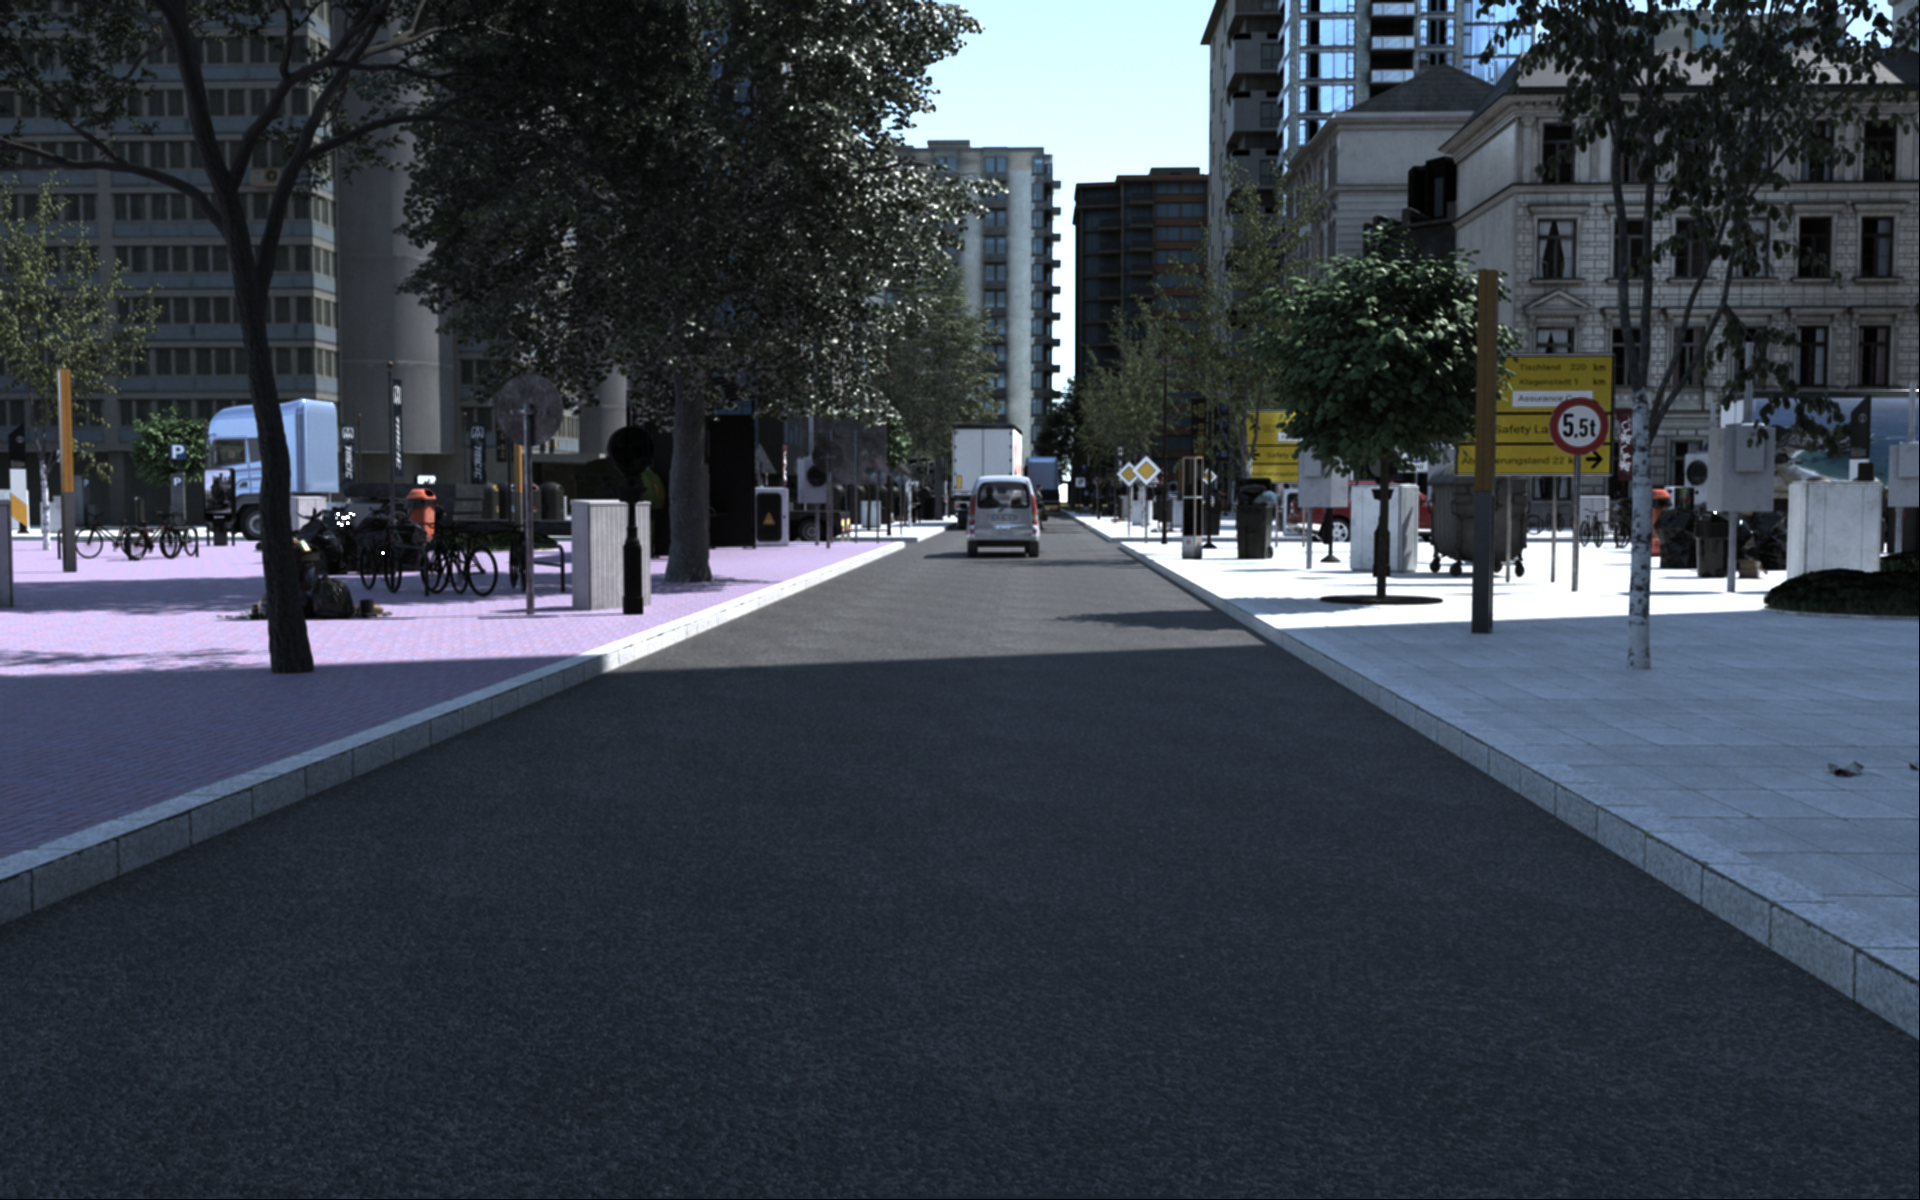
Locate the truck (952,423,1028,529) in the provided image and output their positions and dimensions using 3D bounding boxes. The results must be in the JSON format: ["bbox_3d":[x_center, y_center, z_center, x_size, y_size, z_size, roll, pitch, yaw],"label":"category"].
[{"bbox_3d":[1.328,-5.217,74.219,2.839,4.237,11.283,0,4,4],"label":"truck"}]

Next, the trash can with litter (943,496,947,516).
[{"bbox_3d":[-1.302,-5.301,98.066,1.055,1.170,0.624,-1,4,-10],"label":"trash can with litter"}]

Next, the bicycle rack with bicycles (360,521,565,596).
[{"bbox_3d":[-6.453,-0.575,22.787,2.852,0.926,2.925,-2,4,-30],"label":"bicycle rack with bicycles"}]

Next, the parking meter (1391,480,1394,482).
[{"bbox_3d":[15.135,-3.395,61.220,0.399,1.863,0.255,2,4,34],"label":"parking meter"}]

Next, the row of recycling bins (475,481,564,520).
[{"bbox_3d":[-14.709,-3.086,57.573,1.069,1.692,3.534,3,4,37],"label":"row of recycling bins"}]

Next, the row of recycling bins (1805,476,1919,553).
[{"bbox_3d":[20.206,-1.880,37.846,3.534,1.692,1.069,3,5,43],"label":"row of recycling bins"}]

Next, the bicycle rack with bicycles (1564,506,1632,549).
[{"bbox_3d":[16.272,-1.710,41.335,2.852,0.926,2.925,0,4,8],"label":"bicycle rack with bicycles"}]

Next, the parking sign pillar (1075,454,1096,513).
[{"bbox_3d":[8.419,-7.761,115.368,1.447,3.967,1.447,0,4,4],"label":"parking sign pillar"}]

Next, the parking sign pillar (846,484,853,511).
[{"bbox_3d":[-6.935,-7.595,112.656,1.447,3.967,1.447,-2,4,-27],"label":"parking sign pillar"}]

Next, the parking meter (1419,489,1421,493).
[{"bbox_3d":[19.738,-4.064,74.857,0.372,1.533,0.369,0,3,0],"label":"parking meter"}]

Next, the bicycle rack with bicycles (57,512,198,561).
[{"bbox_3d":[-16.459,-1.308,34.768,2.852,0.926,2.925,1,4,20],"label":"bicycle rack with bicycles"}]

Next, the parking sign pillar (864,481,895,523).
[{"bbox_3d":[-3.591,-5.346,75.873,1.447,3.967,1.447,1,4,14],"label":"parking sign pillar"}]

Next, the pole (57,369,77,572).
[{"bbox_3d":[-14.653,-2.114,28.414,0.158,3.312,0.155,0,3,0],"label":"pole"}]

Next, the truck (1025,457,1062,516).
[{"bbox_3d":[5.599,-7.903,118.979,2.967,4.110,18.799,0,4,3],"label":"truck"}]

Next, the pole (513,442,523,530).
[{"bbox_3d":[-10.524,-2.900,41.255,0.158,3.312,0.155,0,3,0],"label":"pole"}]

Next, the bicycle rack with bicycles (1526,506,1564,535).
[{"bbox_3d":[17.396,-2.578,55.527,2.852,0.926,2.925,-3,5,-43],"label":"bicycle rack with bicycles"}]

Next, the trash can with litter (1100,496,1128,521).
[{"bbox_3d":[7.752,-4.357,82.294,1.678,1.210,2.233,1,4,12],"label":"trash can with litter"}]

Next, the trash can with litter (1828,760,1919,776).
[{"bbox_3d":[4.973,0.226,7.355,2.233,1.210,1.678,3,5,43],"label":"trash can with litter"}]

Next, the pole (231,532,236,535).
[{"bbox_3d":[-22.883,-3.707,54.456,0.158,3.312,0.155,0,3,0],"label":"pole"}]

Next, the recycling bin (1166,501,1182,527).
[{"bbox_3d":[8.296,-3.327,66.955,0.722,1.027,0.722,0,4,-7],"label":"recycling bin"}]

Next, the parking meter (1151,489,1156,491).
[{"bbox_3d":[12.901,-6.706,115.360,0.399,1.863,0.255,0,4,-5],"label":"parking meter"}]

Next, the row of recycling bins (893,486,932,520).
[{"bbox_3d":[-3.075,-4.943,87.923,3.534,1.692,1.069,1,4,19],"label":"row of recycling bins"}]

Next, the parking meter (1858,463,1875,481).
[{"bbox_3d":[17.005,-1.641,32.537,0.255,1.863,0.399,2,4,33],"label":"parking meter"}]

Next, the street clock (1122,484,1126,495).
[{"bbox_3d":[10.516,-6.417,109.481,0.471,2.002,0.358,-1,4,-20],"label":"street clock"}]

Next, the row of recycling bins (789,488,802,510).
[{"bbox_3d":[-11.167,-6.970,121.075,3.534,1.692,1.069,0,4,8],"label":"row of recycling bins"}]

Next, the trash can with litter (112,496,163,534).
[{"bbox_3d":[-26.922,-2.778,56.483,1.678,1.210,2.233,-1,4,-16],"label":"trash can with litter"}]

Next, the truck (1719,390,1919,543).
[{"bbox_3d":[27.022,-3.590,47.608,11.283,4.237,2.839,0,4,4],"label":"truck"}]

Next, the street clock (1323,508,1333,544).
[{"bbox_3d":[9.443,-2.435,44.380,0.471,2.002,0.358,2,4,31],"label":"street clock"}]

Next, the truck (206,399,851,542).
[{"bbox_3d":[-12.594,-3.652,49.462,18.799,4.110,2.967,0,4,3],"label":"truck"}]

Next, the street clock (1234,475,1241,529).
[{"bbox_3d":[10.336,-3.649,64.233,0.358,2.002,0.471,0,4,3],"label":"street clock"}]

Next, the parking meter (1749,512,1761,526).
[{"bbox_3d":[19.030,-2.012,41.300,0.372,1.533,0.369,0,3,0],"label":"parking meter"}]

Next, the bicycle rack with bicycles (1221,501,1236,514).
[{"bbox_3d":[17.900,-5.789,108.031,2.852,0.926,2.925,-1,4,-19],"label":"bicycle rack with bicycles"}]

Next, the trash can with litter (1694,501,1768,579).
[{"bbox_3d":[11.848,-0.931,26.610,1.055,1.170,0.624,2,4,32],"label":"trash can with litter"}]

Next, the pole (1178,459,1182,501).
[{"bbox_3d":[12.776,-6.521,100.454,0.158,3.312,0.155,0,3,0],"label":"pole"}]

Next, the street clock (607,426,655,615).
[{"bbox_3d":[-3.499,-0.850,18.475,0.471,2.002,0.358,-1,4,-20],"label":"street clock"}]

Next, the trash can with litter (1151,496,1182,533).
[{"bbox_3d":[7.292,-2.881,58.166,2.233,1.210,1.678,-1,4,-21],"label":"trash can with litter"}]

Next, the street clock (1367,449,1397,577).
[{"bbox_3d":[6.544,-1.361,26.829,0.358,2.002,0.471,-2,4,-32],"label":"street clock"}]

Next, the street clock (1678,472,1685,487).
[{"bbox_3d":[24.108,-3.242,57.583,0.471,2.002,0.358,2,4,27],"label":"street clock"}]

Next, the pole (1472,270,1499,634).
[{"bbox_3d":[4.828,-1.350,15.917,0.158,3.312,0.155,0,3,0],"label":"pole"}]

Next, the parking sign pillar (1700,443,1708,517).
[{"bbox_3d":[27.483,-4.553,62.910,1.447,3.967,1.447,-2,4,-32],"label":"parking sign pillar"}]

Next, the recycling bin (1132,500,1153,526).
[{"bbox_3d":[7.424,-3.544,70.492,0.722,1.027,0.722,1,4,18],"label":"recycling bin"}]

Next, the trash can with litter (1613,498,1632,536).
[{"bbox_3d":[20.455,-2.525,52.670,1.055,1.170,0.624,-1,4,-22],"label":"trash can with litter"}]

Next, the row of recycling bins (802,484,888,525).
[{"bbox_3d":[-4.758,-4.043,73.213,3.534,1.692,1.069,0,4,2],"label":"row of recycling bins"}]

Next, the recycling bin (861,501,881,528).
[{"bbox_3d":[-3.398,-3.264,65.923,0.722,1.027,0.722,0,4,-8],"label":"recycling bin"}]

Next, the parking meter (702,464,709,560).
[{"bbox_3d":[-5.126,-1.720,33.829,0.399,1.863,0.255,2,4,29],"label":"parking meter"}]

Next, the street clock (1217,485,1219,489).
[{"bbox_3d":[18.022,-7.156,121.575,0.358,2.002,0.471,0,4,-2],"label":"street clock"}]

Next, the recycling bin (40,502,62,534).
[{"bbox_3d":[-29.499,-2.683,56.419,0.722,1.027,0.722,-1,4,-20],"label":"recycling bin"}]

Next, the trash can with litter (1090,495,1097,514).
[{"bbox_3d":[8.802,-6.010,109.316,1.678,1.210,2.233,1,4,11],"label":"trash can with litter"}]
